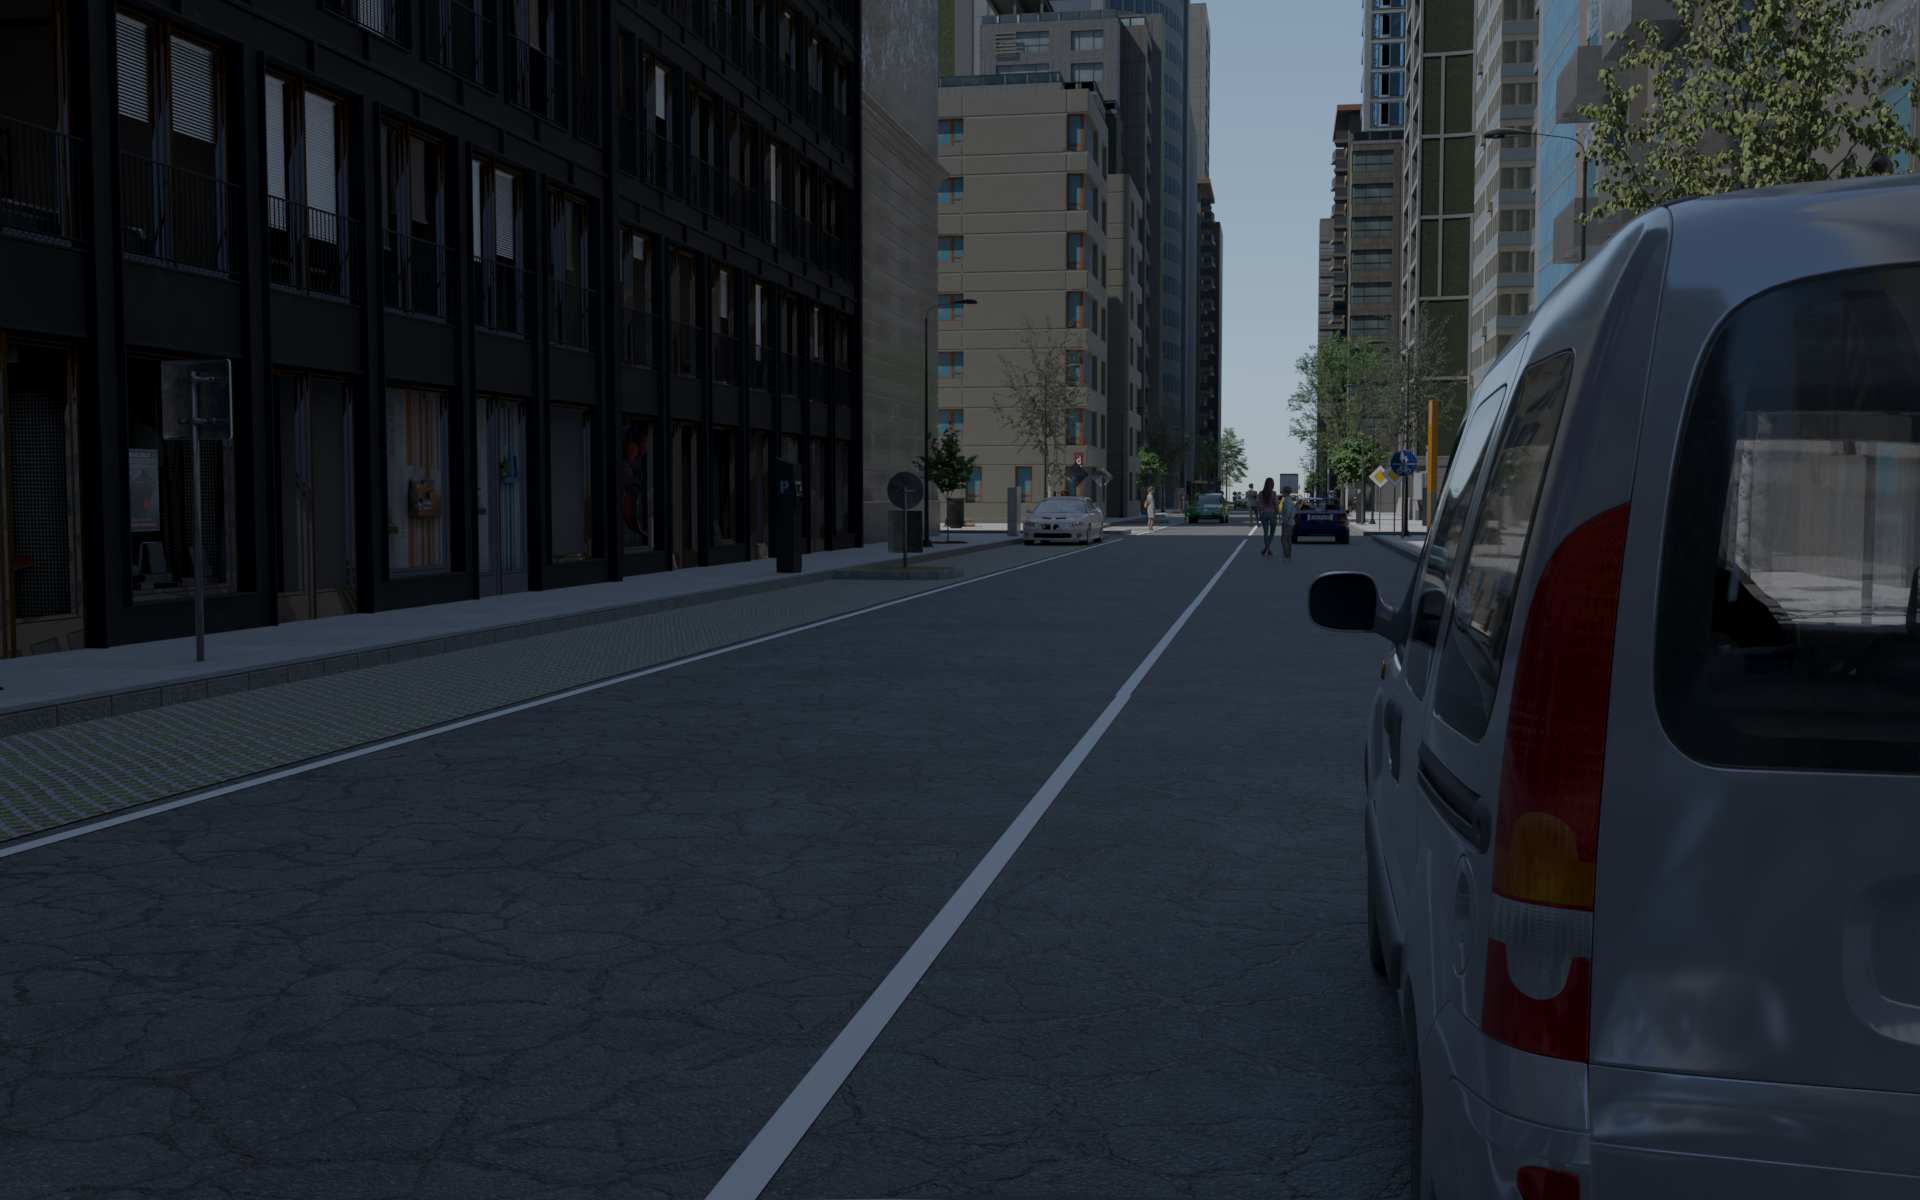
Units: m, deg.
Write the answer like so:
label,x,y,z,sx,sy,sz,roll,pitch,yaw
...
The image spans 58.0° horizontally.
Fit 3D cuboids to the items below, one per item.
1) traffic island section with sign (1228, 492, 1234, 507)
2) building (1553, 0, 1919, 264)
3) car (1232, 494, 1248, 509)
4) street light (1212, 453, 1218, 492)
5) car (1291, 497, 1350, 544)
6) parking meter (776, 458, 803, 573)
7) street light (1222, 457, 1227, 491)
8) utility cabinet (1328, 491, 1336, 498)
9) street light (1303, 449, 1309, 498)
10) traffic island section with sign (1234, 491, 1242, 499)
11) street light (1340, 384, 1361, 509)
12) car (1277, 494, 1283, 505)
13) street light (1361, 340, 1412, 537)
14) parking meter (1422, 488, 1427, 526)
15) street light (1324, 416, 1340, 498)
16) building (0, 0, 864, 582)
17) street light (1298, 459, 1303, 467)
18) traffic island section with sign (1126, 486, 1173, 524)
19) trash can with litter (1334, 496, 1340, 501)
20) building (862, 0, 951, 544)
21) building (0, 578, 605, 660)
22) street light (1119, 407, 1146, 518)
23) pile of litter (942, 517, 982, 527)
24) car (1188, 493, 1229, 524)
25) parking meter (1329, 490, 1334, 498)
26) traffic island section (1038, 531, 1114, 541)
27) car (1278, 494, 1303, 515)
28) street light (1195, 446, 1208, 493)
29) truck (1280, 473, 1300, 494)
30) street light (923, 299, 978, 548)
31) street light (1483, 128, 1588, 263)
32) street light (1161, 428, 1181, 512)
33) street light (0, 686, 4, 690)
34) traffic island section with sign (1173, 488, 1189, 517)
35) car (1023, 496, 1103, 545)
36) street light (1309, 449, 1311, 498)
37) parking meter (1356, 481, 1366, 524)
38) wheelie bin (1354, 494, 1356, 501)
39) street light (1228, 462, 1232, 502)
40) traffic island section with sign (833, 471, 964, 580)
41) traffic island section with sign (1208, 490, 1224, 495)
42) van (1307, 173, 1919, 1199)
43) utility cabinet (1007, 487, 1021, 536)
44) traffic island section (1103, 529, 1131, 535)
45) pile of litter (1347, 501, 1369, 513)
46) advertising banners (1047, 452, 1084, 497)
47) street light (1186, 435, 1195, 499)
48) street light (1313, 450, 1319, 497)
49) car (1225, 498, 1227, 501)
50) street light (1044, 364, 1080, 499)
label,x,y,z,sx,sy,sz,roll,pitch,yaw
traffic island section with sign,28.223,-10.889,186.666,1.989,1.847,2.006,1,4,10
building,24.386,-25.268,32.742,23.786,49.044,30.456,1,4,10
car,27.010,-9.486,165.327,2.015,1.641,3.980,1,4,9
street light,28.934,-13.804,198.235,1.470,5.913,1.316,1,4,10
car,10.524,-2.354,51.066,1.945,1.354,3.894,1,4,9
parking meter,-2.773,-1.373,28.168,0.399,1.863,0.255,2,4,27
street light,32.797,-15.084,219.160,1.470,5.913,1.316,1,4,10
utility cabinet,28.133,-7.476,130.911,0.318,1.500,1.173,2,4,31
street light,36.517,-12.637,179.148,1.470,5.913,1.316,1,4,10
traffic island section with sign,38.353,-14.224,241.181,1.989,1.847,2.006,1,4,10
street light,16.954,-6.166,73.352,1.470,5.913,1.316,1,4,10
car,26.955,-8.198,143.823,2.009,1.686,4.222,1,4,11
street light,12.950,-4.877,52.281,1.470,5.913,1.316,1,4,10
parking meter,18.736,-3.735,69.477,0.372,1.533,0.369,0,3,0
street light,22.430,-8.004,103.409,1.470,5.913,1.316,1,4,10
building,-9.802,-12.509,34.208,12.332,23.373,15.834,1,4,10
street light,45.837,-15.701,229.258,1.470,5.913,1.316,1,4,10
traffic island section with sign,9.134,-4.612,84.039,1.989,1.847,2.006,1,4,10
trash can with litter,28.032,-7.129,127.942,1.055,1.170,0.624,2,4,28
building,-13.552,-15.442,49.745,25.104,27.353,12.463,1,4,10
building,-12.438,-11.524,18.095,12.332,23.373,15.834,1,4,10
street light,9.163,-7.317,92.182,1.470,5.913,1.316,1,4,10
pile of litter,0.093,-3.294,67.821,1.719,0.858,1.176,-1,4,-12
car,12.339,-4.710,85.807,1.959,1.807,4.718,1,4,12
parking meter,25.355,-6.719,118.274,0.372,1.533,0.369,0,3,0
traffic island section,3.600,-1.956,54.263,2.009,0.180,2.903,1,4,10
car,22.412,-6.512,116.702,2.015,1.641,3.980,1,4,9
street light,23.298,-11.964,168.156,1.470,5.913,1.316,1,4,10
truck,45.834,-15.419,241.017,2.839,4.237,11.283,1,4,12
street light,-0.275,-4.215,41.462,1.470,5.913,1.316,1,4,10
street light,7.338,-3.028,22.054,1.470,5.913,1.316,1,4,10
street light,14.858,-9.153,122.199,1.470,5.913,1.316,1,4,10
street light,-5.916,-2.354,11.034,1.470,5.913,1.316,1,4,10
traffic island section with sign,14.103,-6.247,110.770,1.989,1.847,2.006,1,4,10
car,3.005,-2.285,49.728,2.083,1.381,4.827,1,4,12
street light,30.822,-10.738,148.106,1.470,5.913,1.316,1,4,10
parking meter,17.338,-4.233,74.925,0.255,1.863,0.399,-2,4,-31
wheelie bin,28.350,-7.027,122.796,0.693,1.594,0.980,0,4,-3
street light,38.346,-16.921,249.204,1.470,5.913,1.316,1,4,10
traffic island section with sign,-0.991,-1.284,29.620,1.989,1.847,2.006,1,4,10
traffic island section with sign,23.245,-9.252,159.898,1.989,1.847,2.006,1,4,10
van,1.792,0.194,3.848,2.013,2.044,4.112,1,4,12
utility cabinet,1.649,-2.720,53.155,0.318,1.500,1.173,0,4,8
traffic island section,5.060,-2.436,62.115,2.009,0.180,2.903,1,4,10
pile of litter,27.294,-6.430,119.103,1.719,0.858,1.176,1,4,17
advertising banners,4.432,-4.708,73.163,2.074,3.025,0.090,3,5,43
street light,17.649,-10.083,137.402,1.470,5.913,1.316,1,4,10
street light,28.119,-9.840,133.427,1.470,5.913,1.316,1,4,10
car,24.374,-9.482,164.813,2.009,1.686,4.222,1,4,11
street light,3.600,-5.480,62.140,1.470,5.913,1.316,1,4,10
